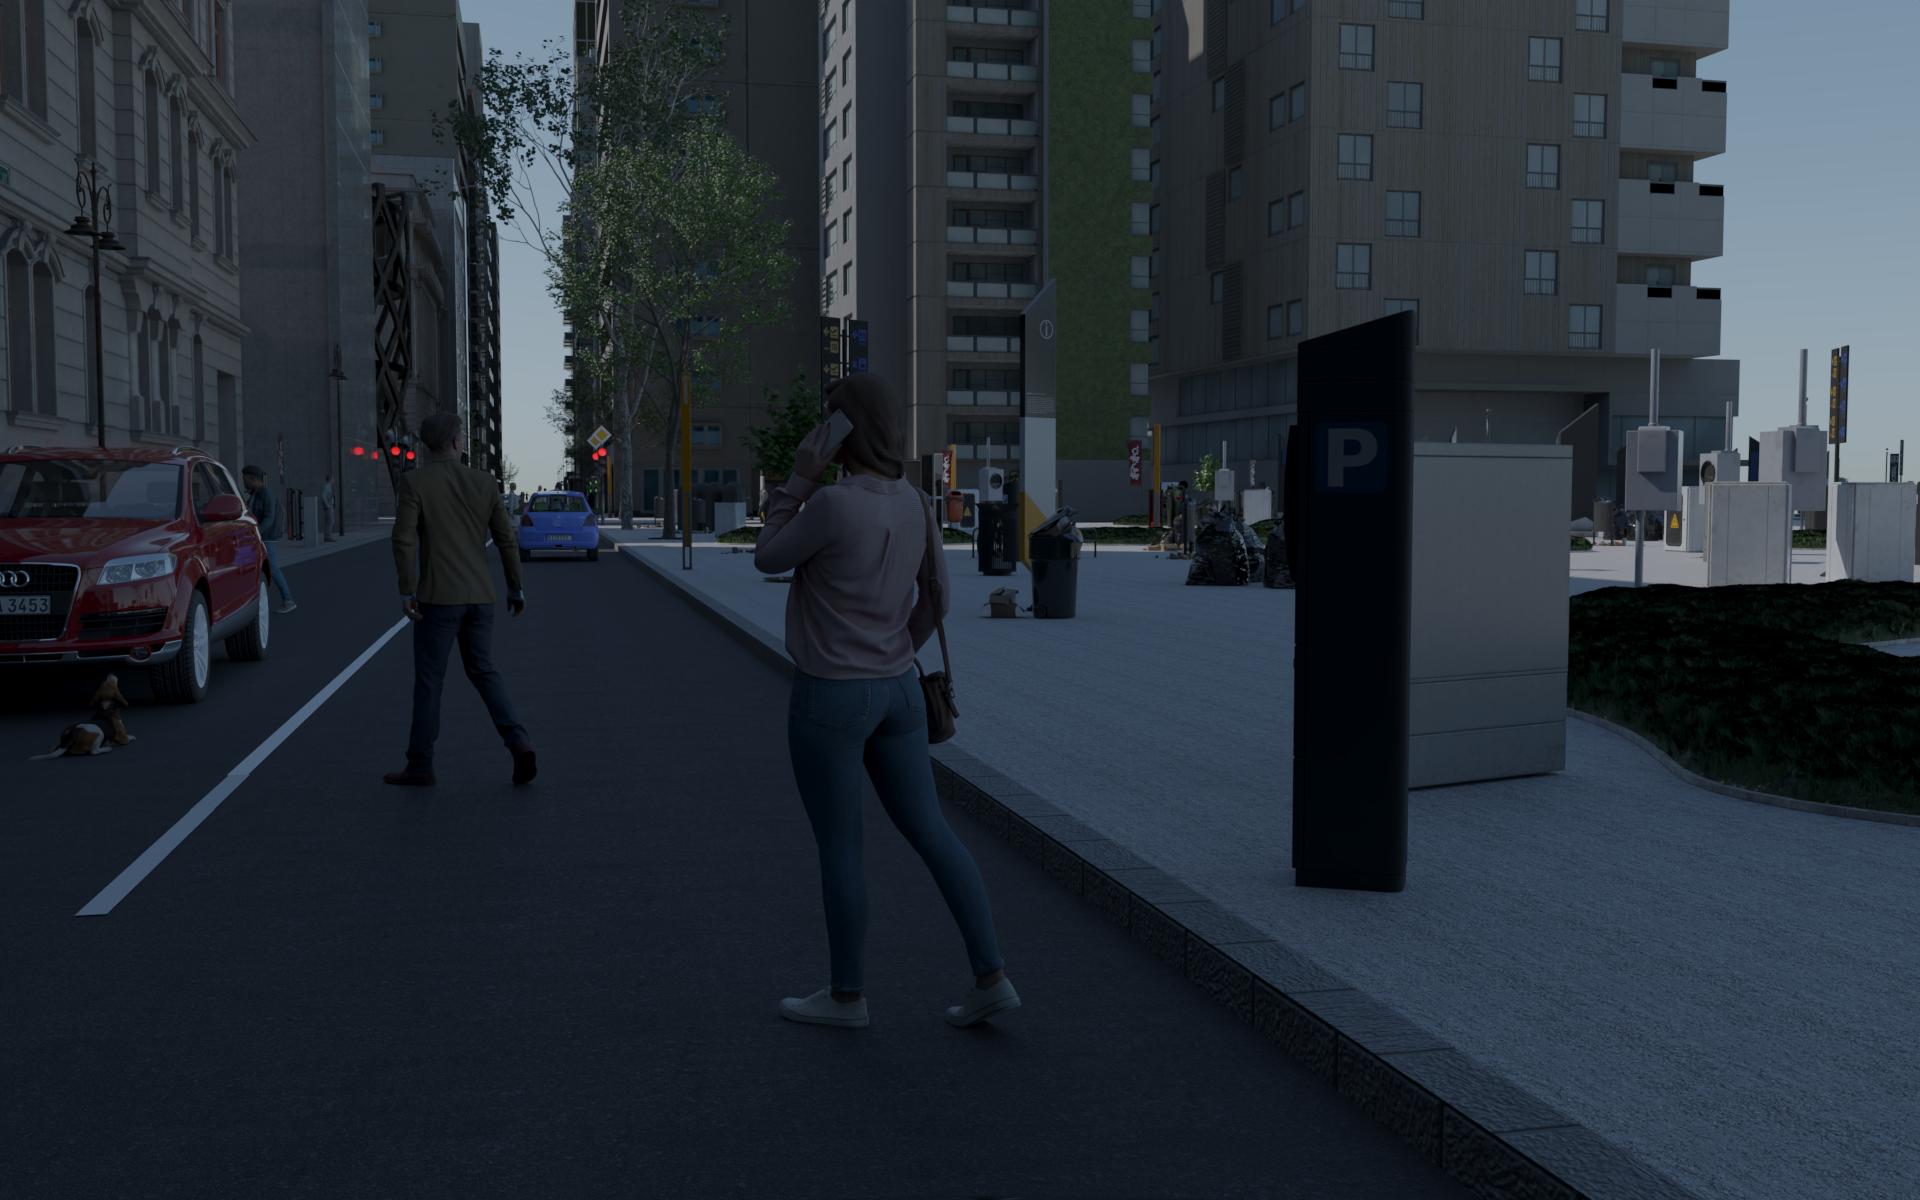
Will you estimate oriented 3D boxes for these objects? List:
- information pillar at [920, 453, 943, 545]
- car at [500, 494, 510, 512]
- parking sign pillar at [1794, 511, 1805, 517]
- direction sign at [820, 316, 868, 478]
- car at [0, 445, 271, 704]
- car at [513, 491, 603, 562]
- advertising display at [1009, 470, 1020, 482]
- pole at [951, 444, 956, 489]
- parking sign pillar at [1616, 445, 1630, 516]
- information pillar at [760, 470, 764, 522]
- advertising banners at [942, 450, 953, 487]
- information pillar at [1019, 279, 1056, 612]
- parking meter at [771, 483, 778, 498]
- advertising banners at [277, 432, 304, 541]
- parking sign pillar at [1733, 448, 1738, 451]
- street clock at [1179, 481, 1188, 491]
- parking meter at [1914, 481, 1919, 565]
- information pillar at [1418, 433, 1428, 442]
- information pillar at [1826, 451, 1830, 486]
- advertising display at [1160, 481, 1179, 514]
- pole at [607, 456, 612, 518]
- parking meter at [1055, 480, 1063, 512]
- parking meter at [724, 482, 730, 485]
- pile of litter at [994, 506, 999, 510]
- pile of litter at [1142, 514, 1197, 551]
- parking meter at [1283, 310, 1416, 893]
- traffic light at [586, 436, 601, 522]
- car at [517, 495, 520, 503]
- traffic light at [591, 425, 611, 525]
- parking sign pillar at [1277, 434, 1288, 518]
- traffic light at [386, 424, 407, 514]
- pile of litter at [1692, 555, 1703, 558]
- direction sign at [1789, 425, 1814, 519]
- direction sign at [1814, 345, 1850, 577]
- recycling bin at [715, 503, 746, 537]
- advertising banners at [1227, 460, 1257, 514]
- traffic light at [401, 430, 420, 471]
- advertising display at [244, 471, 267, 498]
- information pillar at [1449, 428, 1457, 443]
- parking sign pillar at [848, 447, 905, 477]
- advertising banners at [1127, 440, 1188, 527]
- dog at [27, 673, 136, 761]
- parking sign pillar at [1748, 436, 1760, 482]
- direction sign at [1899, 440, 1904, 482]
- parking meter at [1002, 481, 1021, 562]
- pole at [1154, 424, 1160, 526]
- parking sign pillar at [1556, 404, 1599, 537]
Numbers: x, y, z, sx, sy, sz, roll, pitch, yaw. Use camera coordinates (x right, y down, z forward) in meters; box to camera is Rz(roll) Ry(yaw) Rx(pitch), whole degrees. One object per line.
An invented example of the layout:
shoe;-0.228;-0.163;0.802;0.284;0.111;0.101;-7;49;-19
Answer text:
information pillar;-0.512;-1.632;31.171;0.304;2.012;0.304;2;4;32
car;-32.852;-6.880;124.292;2.131;1.459;4.920;-1;4;-14
parking sign pillar;47.601;-6.639;97.025;1.447;3.967;1.447;-1;4;-17
direction sign;-1.490;-1.862;22.435;0.379;3.537;0.876;3;4;39
car;-6.610;-0.281;13.266;2.281;1.827;5.304;-1;4;-14
car;-8.837;-1.743;38.094;1.945;1.707;3.694;-1;4;-13
advertising display;1.795;-2.536;46.682;0.974;1.923;0.123;0;4;-2
pole;-0.266;-4.738;71.305;0.158;3.312;0.155;0;3;0
parking sign pillar;28.639;-5.210;73.649;1.447;3.967;1.447;3;4;37
information pillar;-9.091;-5.401;79.656;0.183;3.616;0.504;-1;4;-17
advertising banners;-1.174;-4.489;69.582;2.074;3.025;0.090;2;4;31
information pillar;0.856;-1.681;18.840;0.504;3.616;0.183;-3;5;-42
parking meter;-10.191;-5.476;95.242;0.255;1.863;0.399;-2;4;-31
advertising banners;-18.762;-3.198;48.479;0.090;3.025;2.074;-3;4;-37
parking sign pillar;45.242;-6.953;102.159;1.447;3.967;1.447;-3;4;-38
street clock;12.037;-5.432;93.382;0.471;2.002;0.358;-2;4;-33
parking meter;17.437;-1.395;31.214;0.372;1.533;0.369;0;3;0
information pillar;17.697;-4.593;66.443;0.504;3.616;0.183;-1;4;-12
information pillar;46.735;-6.251;93.560;0.183;3.616;0.504;-1;4;-12
advertising display;10.406;-4.939;85.959;0.974;1.923;0.123;-1;4;-11
pole;-18.789;-6.058;92.896;0.158;3.312;0.155;0;3;0
parking meter;3.980;-3.975;70.709;0.255;1.863;0.399;-3;5;-43
parking meter;-10.978;-4.665;81.985;0.399;1.863;0.255;1;4;12
pile of litter;1.378;-3.218;66.575;1.719;0.858;1.176;0;4;6
pile of litter;4.988;-1.538;39.118;1.719;0.858;1.176;3;5;43
parking meter;1.271;0.002;5.679;0.399;1.863;0.255;1;4;17
traffic light;-16.483;-5.472;78.396;0.839;4.253;0.868;-1;4;-14
car;-64.311;-14.573;250.631;2.083;1.381;4.827;-1;4;-14
traffic light;-14.605;-4.998;70.634;0.839;4.253;0.868;-1;4;-14
parking sign pillar;14.805;-5.445;77.503;1.447;3.967;1.447;-3;5;-39
traffic light;-22.340;-4.883;68.754;0.839;4.253;0.868;-1;4;-14
pile of litter;15.556;-1.256;34.498;1.176;0.858;1.719;-3;5;-44
direction sign;27.768;-3.981;57.085;0.876;3.537;0.379;1;4;16
direction sign;13.569;-2.129;26.801;0.379;3.537;0.876;1;4;12
recycling bin;-6.803;-2.371;51.327;0.722;1.027;0.722;1;4;18
advertising banners;14.351;-5.615;87.993;2.074;3.025;0.090;-3;4;-37
traffic light;-24.218;-5.357;76.516;0.839;4.253;0.868;-1;4;-14
advertising display;-20.246;-2.723;49.737;0.974;1.923;0.123;2;4;32
information pillar;17.301;-4.251;60.851;0.183;3.616;0.504;2;4;35
parking sign pillar;-1.826;-3.058;38.467;1.447;3.967;1.447;3;5;42
advertising banners;6.336;-3.642;55.734;2.074;3.025;0.090;2;4;24
dog;-4.921;0.643;9.685;0.550;0.427;0.748;3;5;42
parking sign pillar;36.897;-5.570;79.536;1.447;3.967;1.447;1;4;22
direction sign;39.250;-4.909;72.256;0.379;3.537;0.876;2;4;35
parking meter;0.988;-1.496;32.871;0.372;1.533;0.369;0;3;0
pole;5.757;-3.472;50.605;0.158;3.312;0.155;0;3;0
parking sign pillar;18.349;-3.868;51.720;1.447;3.967;1.447;-1;4;-16
